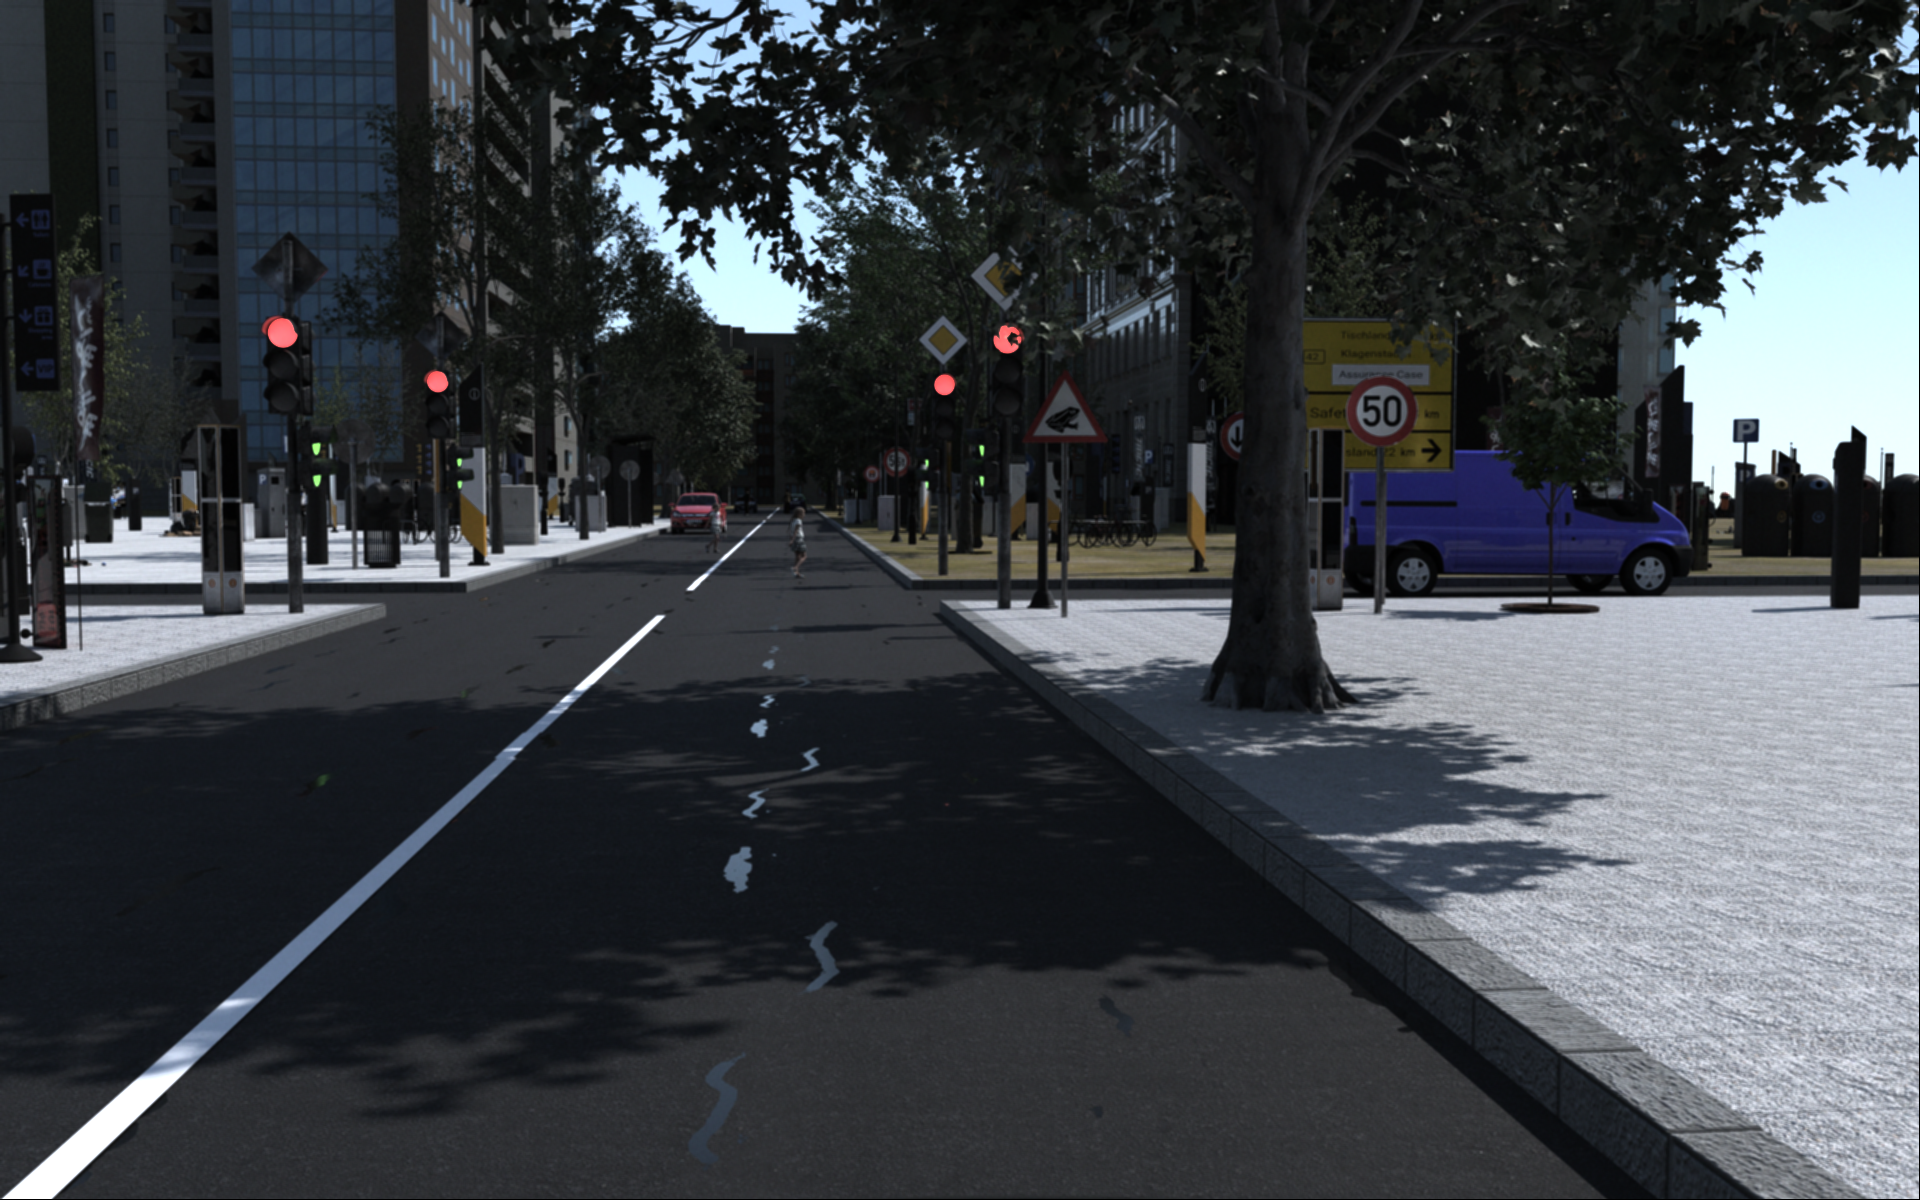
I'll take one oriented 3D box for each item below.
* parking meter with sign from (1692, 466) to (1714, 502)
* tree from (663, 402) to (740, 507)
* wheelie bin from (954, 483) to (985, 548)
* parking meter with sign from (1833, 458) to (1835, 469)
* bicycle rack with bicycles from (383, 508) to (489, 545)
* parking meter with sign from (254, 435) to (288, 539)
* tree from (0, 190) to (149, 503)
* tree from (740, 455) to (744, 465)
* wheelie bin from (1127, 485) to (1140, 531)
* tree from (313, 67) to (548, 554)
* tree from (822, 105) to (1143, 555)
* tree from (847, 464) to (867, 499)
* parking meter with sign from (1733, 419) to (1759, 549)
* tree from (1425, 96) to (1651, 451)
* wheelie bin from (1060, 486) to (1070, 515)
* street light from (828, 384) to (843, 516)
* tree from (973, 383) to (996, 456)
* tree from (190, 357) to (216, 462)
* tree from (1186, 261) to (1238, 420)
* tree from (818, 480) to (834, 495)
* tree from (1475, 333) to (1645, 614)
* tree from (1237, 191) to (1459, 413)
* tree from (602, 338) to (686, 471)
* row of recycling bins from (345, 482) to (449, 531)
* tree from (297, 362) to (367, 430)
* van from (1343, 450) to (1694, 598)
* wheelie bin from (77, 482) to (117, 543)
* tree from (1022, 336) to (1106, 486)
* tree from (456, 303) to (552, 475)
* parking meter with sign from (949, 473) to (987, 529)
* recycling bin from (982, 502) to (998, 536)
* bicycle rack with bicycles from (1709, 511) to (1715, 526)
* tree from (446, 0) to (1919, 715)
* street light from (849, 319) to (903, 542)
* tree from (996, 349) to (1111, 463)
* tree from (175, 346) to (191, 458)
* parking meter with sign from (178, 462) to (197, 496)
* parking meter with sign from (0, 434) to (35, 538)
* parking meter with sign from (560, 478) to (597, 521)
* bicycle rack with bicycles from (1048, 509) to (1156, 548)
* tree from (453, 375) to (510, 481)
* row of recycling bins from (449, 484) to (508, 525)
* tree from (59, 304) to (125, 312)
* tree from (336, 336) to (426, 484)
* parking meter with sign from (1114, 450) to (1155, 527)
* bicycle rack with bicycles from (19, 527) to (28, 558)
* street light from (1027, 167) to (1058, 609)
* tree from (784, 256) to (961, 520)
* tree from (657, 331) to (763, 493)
[{"bbox_3d":[45.346,-6.739,106.447,1.738,3.016,0.543,1,4,23],"label":"parking meter with sign"},{"bbox_3d":[-17.689,-9.913,112.438,4.737,8.622,4.395,0,3,0],"label":"tree"},{"bbox_3d":[0.206,-2.029,41.086,0.693,1.594,0.980,-1,4,-9],"label":"wheelie bin"},{"bbox_3d":[42.798,-5.307,83.025,0.543,3.016,1.738,-2,4,-33],"label":"parking meter with sign"},{"bbox_3d":[-13.713,-1.940,45.104,2.852,0.926,2.925,-3,5,-41],"label":"bicycle rack with bicycles"},{"bbox_3d":[-20.051,-3.310,50.380,0.543,3.016,1.738,1,4,23],"label":"parking meter with sign"},{"bbox_3d":[-21.924,-5.610,42.080,4.737,8.622,4.395,0,3,0],"label":"tree"},{"bbox_3d":[-22.872,-13.522,171.444,4.737,8.622,4.395,0,3,0],"label":"tree"},{"bbox_3d":[6.116,-3.091,58.445,0.980,1.594,0.693,-3,4,-36],"label":"wheelie bin"},{"bbox_3d":[-9.854,-6.291,37.269,8.767,10.594,7.601,1,4,11],"label":"tree"},{"bbox_3d":[0.260,-6.797,36.892,9.928,11.665,9.643,0,3,0],"label":"tree"},{"bbox_3d":[-5.365,-6.082,94.040,1.663,3.219,1.824,0,3,0],"label":"tree"},{"bbox_3d":[18.577,-2.730,40.897,0.543,3.016,1.738,2,4,27],"label":"parking meter with sign"},{"bbox_3d":[10.220,-4.958,31.430,4.360,8.622,3.978,0,3,0],"label":"tree"},{"bbox_3d":[3.948,-3.739,69.040,0.980,1.594,0.693,2,4,34],"label":"wheelie bin"},{"bbox_3d":[-4.894,-6.181,73.596,1.470,5.913,1.316,0,4,-5],"label":"street light"},{"bbox_3d":[2.124,-9.217,101.054,4.737,8.622,4.395,0,3,0],"label":"tree"},{"bbox_3d":[-39.479,-8.343,86.763,4.360,8.622,3.978,0,3,0],"label":"tree"},{"bbox_3d":[9.372,-6.415,55.249,4.737,8.622,4.395,0,3,0],"label":"tree"},{"bbox_3d":[-12.978,-10.758,170.499,1.663,3.219,1.824,0,3,0],"label":"tree"},{"bbox_3d":[6.473,-1.483,18.855,1.663,3.219,1.824,0,3,0],"label":"tree"},{"bbox_3d":[9.731,-5.618,42.218,4.737,8.622,4.395,0,3,0],"label":"tree"},{"bbox_3d":[-14.526,-7.937,80.131,4.360,8.622,3.978,0,3,0],"label":"tree"},{"bbox_3d":[-20.007,-3.296,61.010,3.534,1.692,1.069,1,4,9],"label":"row of recycling bins"},{"bbox_3d":[-35.169,-8.941,96.542,4.737,8.622,4.395,0,3,0],"label":"tree"},{"bbox_3d":[7.657,-1.231,24.518,5.245,2.365,2.240,0,4,-7],"label":"van"},{"bbox_3d":[-22.735,-2.311,45.687,0.980,1.594,0.693,-1,4,-16],"label":"wheelie bin"},{"bbox_3d":[4.546,-7.798,77.862,4.360,8.622,3.978,0,3,0],"label":"tree"},{"bbox_3d":[-17.716,-7.090,66.288,4.360,8.622,3.978,0,3,0],"label":"tree"},{"bbox_3d":[0.148,-4.172,64.479,1.738,3.016,0.543,0,4,-1],"label":"parking meter with sign"},{"bbox_3d":[0.776,-2.519,53.739,0.722,1.027,0.722,-2,4,-26],"label":"recycling bin"},{"bbox_3d":[28.272,-3.359,68.296,2.925,0.926,2.852,3,5,40],"label":"bicycle rack with bicycles"},{"bbox_3d":[1.909,-5.698,10.168,9.611,12.733,9.660,0,3,0],"label":"tree"},{"bbox_3d":[-2.235,-4.500,46.124,1.470,5.913,1.316,0,4,-5],"label":"street light"},{"bbox_3d":[5.132,-8.273,85.620,4.737,8.622,4.395,0,3,0],"label":"tree"},{"bbox_3d":[-37.969,-7.899,79.505,4.360,8.622,3.978,0,3,0],"label":"tree"},{"bbox_3d":[-42.286,-6.093,95.879,1.738,3.016,0.543,-1,4,-19],"label":"parking meter with sign"},{"bbox_3d":[-27.889,-3.335,50.795,1.738,3.016,0.543,2,4,28],"label":"parking meter with sign"},{"bbox_3d":[-17.901,-5.208,81.405,1.738,3.016,0.543,-2,4,-30],"label":"parking meter with sign"},{"bbox_3d":[3.559,-1.775,42.412,2.925,0.926,2.852,-2,4,-27],"label":"bicycle rack with bicycles"},{"bbox_3d":[-27.230,-9.050,98.337,4.737,8.622,4.395,0,3,0],"label":"tree"},{"bbox_3d":[-19.916,-3.941,71.549,3.534,1.692,1.069,1,4,21],"label":"row of recycling bins"},{"bbox_3d":[-32.544,-6.983,64.530,4.360,8.622,3.978,0,3,0],"label":"tree"},{"bbox_3d":[-26.633,-7.892,79.390,4.360,8.622,3.978,0,3,0],"label":"tree"},{"bbox_3d":[6.804,-4.370,67.705,1.738,3.016,0.543,-3,5,-39],"label":"parking meter with sign"},{"bbox_3d":[-20.061,-1.308,34.771,2.852,0.926,2.925,-3,4,-38],"label":"bicycle rack with bicycles"},{"bbox_3d":[0.392,-2.860,19.302,1.470,5.913,1.316,0,4,-5],"label":"street light"},{"bbox_3d":[-4.535,-11.046,87.252,9.857,13.997,8.962,0,3,0],"label":"tree"},{"bbox_3d":[-17.612,-12.408,120.996,7.486,12.596,7.792,0,3,0],"label":"tree"}]
